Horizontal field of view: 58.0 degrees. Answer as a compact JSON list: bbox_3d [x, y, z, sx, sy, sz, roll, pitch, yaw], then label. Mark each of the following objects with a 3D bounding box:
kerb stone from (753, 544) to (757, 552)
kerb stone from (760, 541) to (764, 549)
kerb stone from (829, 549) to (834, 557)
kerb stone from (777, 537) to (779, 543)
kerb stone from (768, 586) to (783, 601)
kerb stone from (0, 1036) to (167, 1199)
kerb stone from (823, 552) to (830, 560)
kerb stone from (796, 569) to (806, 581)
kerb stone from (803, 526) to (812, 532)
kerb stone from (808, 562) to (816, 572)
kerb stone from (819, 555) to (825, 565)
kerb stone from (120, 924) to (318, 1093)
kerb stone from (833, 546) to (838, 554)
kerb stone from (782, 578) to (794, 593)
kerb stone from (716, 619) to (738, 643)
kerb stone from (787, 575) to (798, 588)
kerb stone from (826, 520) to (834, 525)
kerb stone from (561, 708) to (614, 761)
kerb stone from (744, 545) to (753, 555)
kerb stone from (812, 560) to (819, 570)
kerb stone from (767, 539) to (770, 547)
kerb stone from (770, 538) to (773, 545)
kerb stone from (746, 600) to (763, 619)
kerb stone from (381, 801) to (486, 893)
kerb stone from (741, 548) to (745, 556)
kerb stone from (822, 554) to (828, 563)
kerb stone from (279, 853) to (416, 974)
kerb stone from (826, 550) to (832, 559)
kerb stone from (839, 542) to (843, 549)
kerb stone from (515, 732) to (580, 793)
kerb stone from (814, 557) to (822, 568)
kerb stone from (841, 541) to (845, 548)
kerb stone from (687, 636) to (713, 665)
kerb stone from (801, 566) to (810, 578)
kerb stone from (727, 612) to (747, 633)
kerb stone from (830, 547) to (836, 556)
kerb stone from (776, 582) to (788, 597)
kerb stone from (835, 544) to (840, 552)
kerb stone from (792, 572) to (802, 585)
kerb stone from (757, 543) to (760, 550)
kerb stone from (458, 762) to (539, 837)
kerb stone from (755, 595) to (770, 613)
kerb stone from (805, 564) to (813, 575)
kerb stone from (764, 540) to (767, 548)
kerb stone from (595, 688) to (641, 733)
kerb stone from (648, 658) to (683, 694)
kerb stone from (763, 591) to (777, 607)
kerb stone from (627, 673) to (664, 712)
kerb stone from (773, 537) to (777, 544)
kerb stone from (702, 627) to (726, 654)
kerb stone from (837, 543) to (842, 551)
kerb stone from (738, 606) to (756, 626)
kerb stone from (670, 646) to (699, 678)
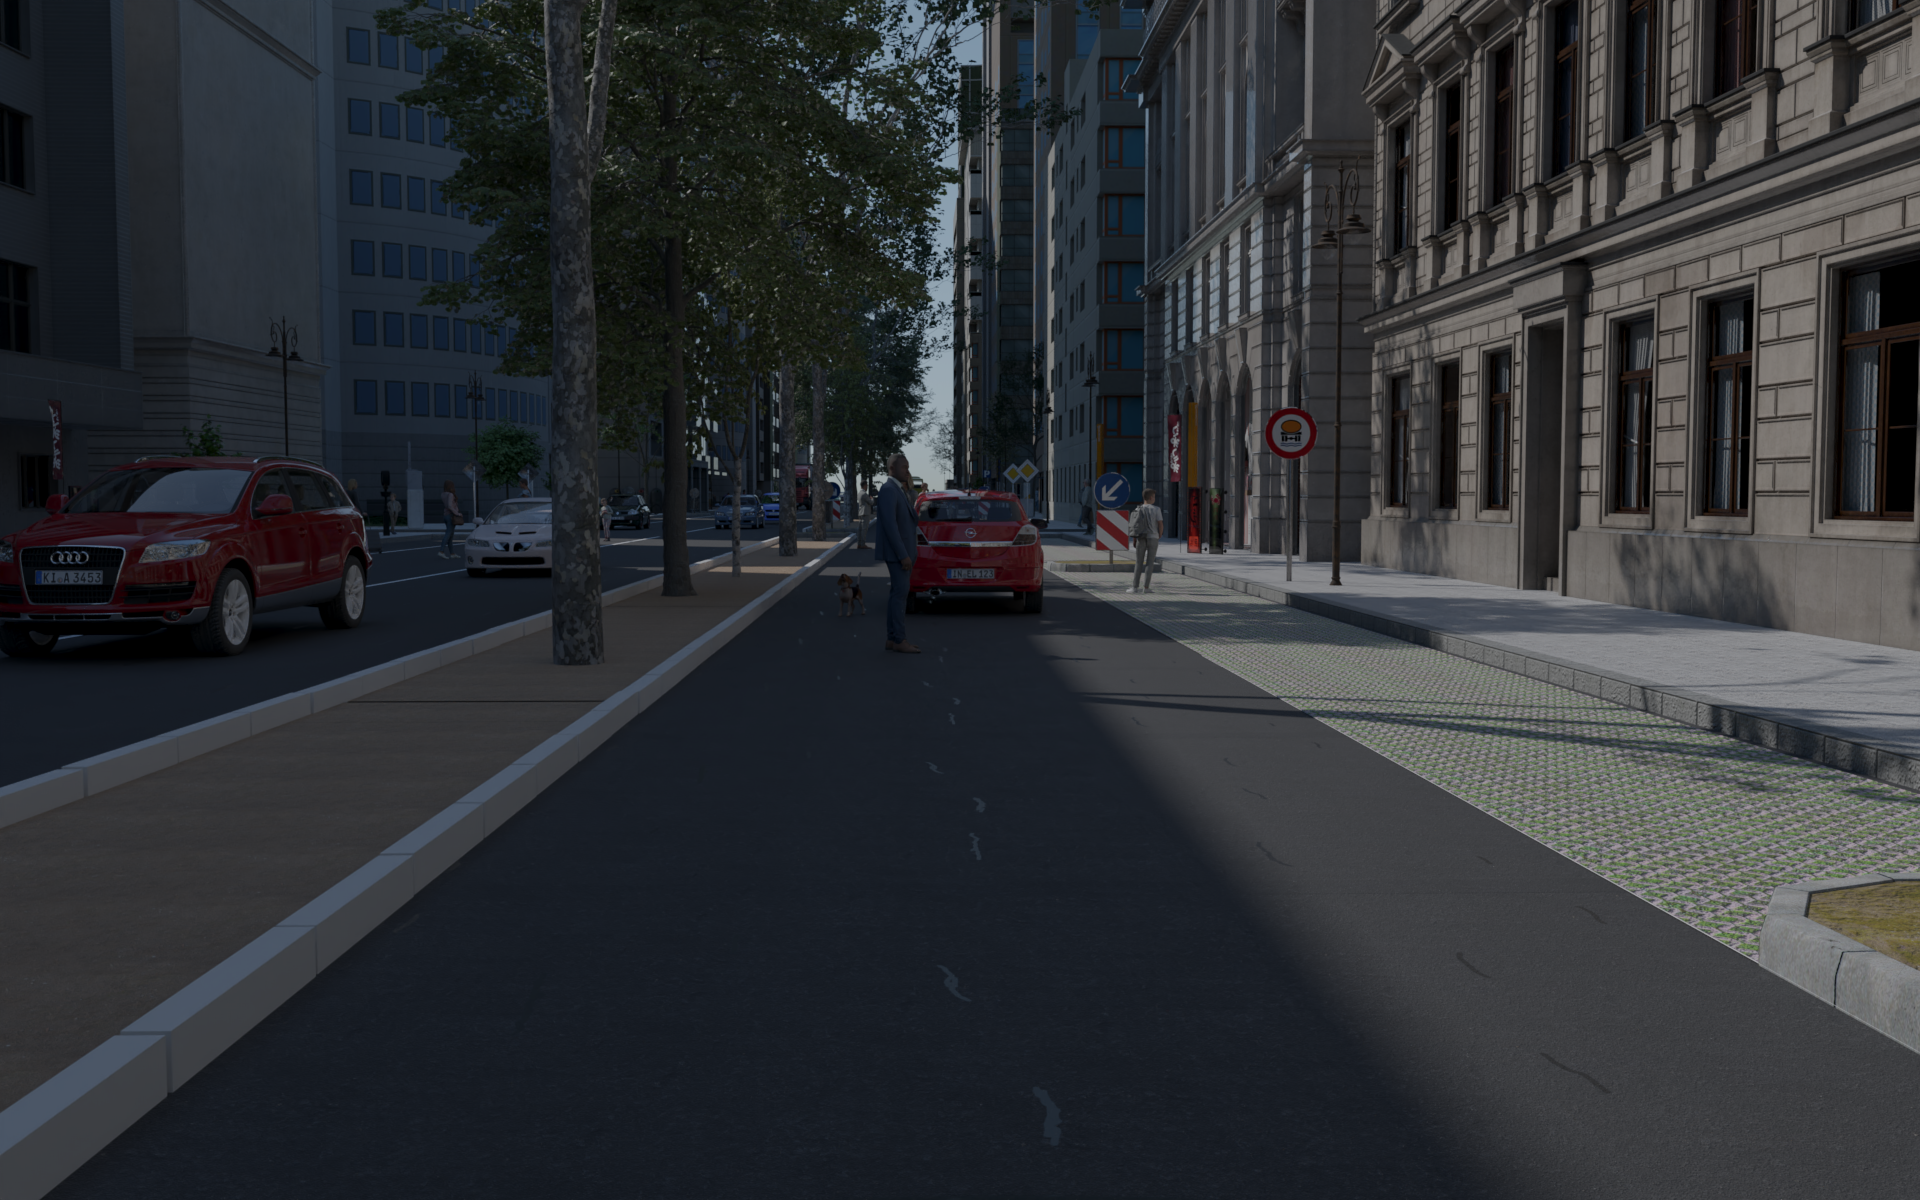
[{"bbox_3d":[-5.149,-1.240,42.472,0.120,0.150,1.000,0,4,-2],"label":"kerb stone"},{"bbox_3d":[-5.207,-1.366,44.525,0.120,0.150,1.000,0,4,-2],"label":"kerb stone"},{"bbox_3d":[-2.934,-0.995,38.463,0.120,0.150,1.000,0,4,-2],"label":"kerb stone"},{"bbox_3d":[-5.356,-1.679,49.663,0.120,0.150,1.000,0,4,-2],"label":"kerb stone"},{"bbox_3d":[-2.496,-0.054,23.084,0.120,0.150,1.000,0,4,-2],"label":"kerb stone"},{"bbox_3d":[-1.932,1.139,3.617,0.120,0.150,1.000,0,4,-2],"label":"kerb stone"},{"bbox_3d":[-2.867,-0.866,36.412,0.120,0.150,1.000,0,4,-2],"label":"kerb stone"},{"bbox_3d":[-2.642,-0.365,28.219,0.120,0.150,1.000,0,4,-2],"label":"kerb stone"},{"bbox_3d":[-5.846,-2.710,66.582,0.120,0.150,1.000,0,4,-2],"label":"kerb stone"},{"bbox_3d":[-2.727,-0.554,31.288,0.120,0.150,1.000,0,4,-2],"label":"kerb stone"},{"bbox_3d":[-2.808,-0.744,34.368,0.120,0.150,1.000,0,4,-2],"label":"kerb stone"},{"bbox_3d":[-1.958,1.074,4.638,0.120,0.150,1.000,0,4,-2],"label":"kerb stone"},{"bbox_3d":[-2.985,-1.120,40.511,0.120,0.150,1.000,0,4,-2],"label":"kerb stone"},{"bbox_3d":[-2.546,-0.180,25.131,0.120,0.150,1.000,0,4,-2],"label":"kerb stone"},{"bbox_3d":[-2.311,0.322,16.937,0.120,0.150,1.000,0,4,-2],"label":"kerb stone"},{"bbox_3d":[-2.583,-0.243,26.168,0.120,0.150,1.000,0,4,-2],"label":"kerb stone"},{"bbox_3d":[-6.330,-3.780,83.993,0.120,0.150,1.000,0,4,-2],"label":"kerb stone"},{"bbox_3d":[-2.110,0.762,9.760,0.120,0.150,1.000,0,4,-2],"label":"kerb stone"},{"bbox_3d":[-5.119,-1.176,41.446,0.120,0.150,1.000,0,4,-2],"label":"kerb stone"},{"bbox_3d":[-2.758,-0.614,32.310,0.120,0.150,1.000,0,4,-2],"label":"kerb stone"},{"bbox_3d":[-5.271,-1.491,46.573,0.120,0.150,1.000,0,4,-2],"label":"kerb stone"},{"bbox_3d":[-5.297,-1.554,47.609,0.120,0.150,1.000,0,4,-2],"label":"kerb stone"},{"bbox_3d":[-2.403,0.134,20.004,0.120,0.150,1.000,0,4,-2],"label":"kerb stone"},{"bbox_3d":[-2.024,0.949,6.685,0.120,0.150,1.000,0,4,-2],"label":"kerb stone"},{"bbox_3d":[-5.053,-1.045,39.399,0.120,0.150,1.000,0,4,-2],"label":"kerb stone"},{"bbox_3d":[-2.836,-0.800,35.390,0.120,0.150,1.000,0,4,-2],"label":"kerb stone"},{"bbox_3d":[-1.991,1.013,5.660,0.120,0.150,1.000,0,4,-2],"label":"kerb stone"},{"bbox_3d":[-2.905,-0.932,37.441,0.120,0.150,1.000,0,4,-2],"label":"kerb stone"},{"bbox_3d":[-3.075,-1.308,43.585,0.120,0.150,1.000,0,4,-2],"label":"kerb stone"},{"bbox_3d":[-2.086,0.823,8.738,0.120,0.150,1.000,0,4,-2],"label":"kerb stone"},{"bbox_3d":[-2.782,-0.676,33.332,0.120,0.150,1.000,0,4,-2],"label":"kerb stone"},{"bbox_3d":[-3.109,-1.371,44.607,0.120,0.150,1.000,0,4,-2],"label":"kerb stone"},{"bbox_3d":[-2.258,0.448,14.878,0.120,0.150,1.000,0,4,-2],"label":"kerb stone"},{"bbox_3d":[-2.673,-0.431,29.244,0.120,0.150,1.000,0,4,-2],"label":"kerb stone"},{"bbox_3d":[-2.342,0.260,17.961,0.120,0.150,1.000,0,4,-2],"label":"kerb stone"},{"bbox_3d":[-2.962,-1.058,39.487,0.120,0.150,1.000,0,4,-2],"label":"kerb stone"},{"bbox_3d":[-2.520,-0.117,24.109,0.120,0.150,1.000,0,4,-2],"label":"kerb stone"},{"bbox_3d":[-3.020,-1.183,41.541,0.120,0.150,1.000,0,4,-2],"label":"kerb stone"},{"bbox_3d":[-2.606,-0.306,27.191,0.120,0.150,1.000,0,4,-2],"label":"kerb stone"},{"bbox_3d":[-5.179,-1.303,43.503,0.120,0.150,1.000,0,4,-2],"label":"kerb stone"},{"bbox_3d":[-2.054,0.886,7.709,0.120,0.150,1.000,0,4,-2],"label":"kerb stone"},{"bbox_3d":[-2.436,0.072,21.040,0.120,0.150,1.000,0,4,-2],"label":"kerb stone"},{"bbox_3d":[-2.698,-0.492,30.266,0.120,0.150,1.000,0,4,-2],"label":"kerb stone"},{"bbox_3d":[-5.235,-1.428,45.550,0.120,0.150,1.000,0,4,-2],"label":"kerb stone"},{"bbox_3d":[-2.144,0.698,10.782,0.120,0.150,1.000,0,4,-2],"label":"kerb stone"},{"bbox_3d":[-2.194,0.573,12.828,0.120,0.150,1.000,0,4,-2],"label":"kerb stone"},{"bbox_3d":[-2.463,0.015,22.062,0.120,0.150,1.000,0,4,-2],"label":"kerb stone"},{"bbox_3d":[-2.165,0.639,11.805,0.120,0.150,1.000,0,4,-2],"label":"kerb stone"},{"bbox_3d":[-5.322,-1.617,48.636,0.120,0.150,1.000,0,4,-2],"label":"kerb stone"},{"bbox_3d":[-2.285,0.385,15.914,0.120,0.150,1.000,0,4,-2],"label":"kerb stone"},{"bbox_3d":[-3.046,-1.245,42.563,0.120,0.150,1.000,0,4,-2],"label":"kerb stone"},{"bbox_3d":[-2.373,0.198,18.983,0.120,0.150,1.000,0,4,-2],"label":"kerb stone"},{"bbox_3d":[-2.226,0.510,13.850,0.120,0.150,1.000,0,4,-2],"label":"kerb stone"}]
